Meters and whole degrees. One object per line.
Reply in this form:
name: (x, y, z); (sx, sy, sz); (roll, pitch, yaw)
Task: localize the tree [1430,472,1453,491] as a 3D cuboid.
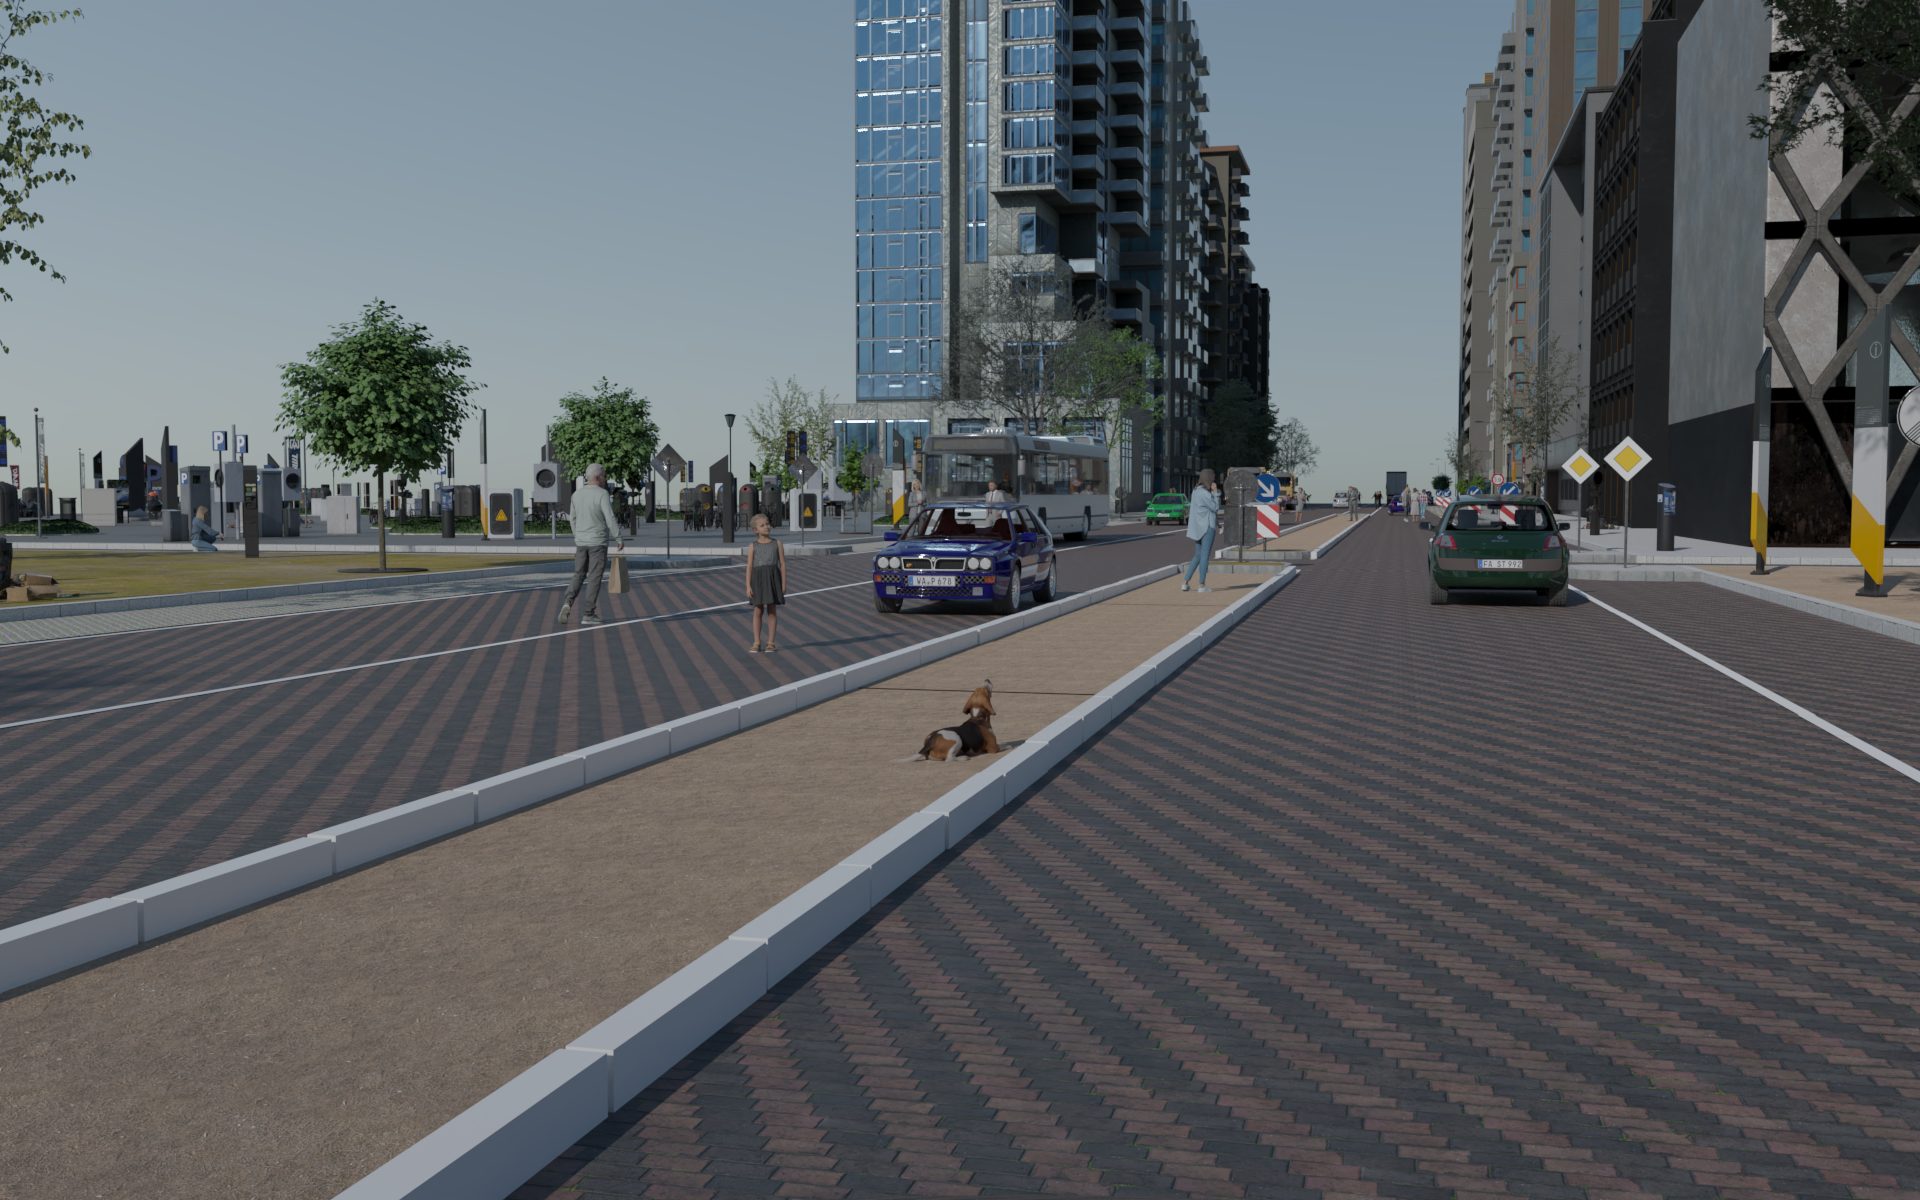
tree: (71.149, -16.634, 255.677); (4.285, 4.588, 4.351); (0, 3, 0)

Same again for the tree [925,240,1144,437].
tree: (3.584, -10.588, 83.485); (12.009, 13.543, 11.850); (0, 3, 0)

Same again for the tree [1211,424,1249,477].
tree: (28.208, -14.042, 179.941); (4.360, 8.622, 3.978); (0, 3, 0)

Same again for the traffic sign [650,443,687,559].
traffic sign: (-5.781, -1.876, 34.308); (0.795, 2.450, 0.064); (1, 4, 14)

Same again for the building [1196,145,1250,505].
building: (24.103, -34.276, 215.029); (22.147, 44.769, 28.867); (1, 4, 14)

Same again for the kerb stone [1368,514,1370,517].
kerb stone: (23.306, -4.724, 99.438); (0.120, 0.150, 1.000); (1, 4, 14)

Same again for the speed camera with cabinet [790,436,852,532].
speed camera with cabinet: (-4.720, -3.943, 58.808); (2.038, 3.252, 0.660); (-1, 4, -22)

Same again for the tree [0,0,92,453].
tree: (-11.642, -4.211, 19.207); (4.737, 8.622, 4.395); (0, 3, 0)

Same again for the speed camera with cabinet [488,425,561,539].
speed camera with cabinet: (-12.467, -3.367, 49.386); (2.038, 3.252, 0.660); (0, 4, -3)

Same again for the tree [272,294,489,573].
tree: (-9.499, -2.748, 28.642); (4.285, 4.588, 4.351); (0, 3, 0)

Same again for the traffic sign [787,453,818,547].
traffic sign: (-3.820, -2.349, 42.049); (0.795, 2.450, 0.064); (1, 4, 14)

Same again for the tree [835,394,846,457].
tree: (-9.851, -10.259, 118.098); (4.737, 8.622, 4.395); (0, 3, 0)

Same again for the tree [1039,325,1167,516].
tree: (8.578, -10.866, 103.419); (9.928, 11.665, 9.643); (0, 3, 0)

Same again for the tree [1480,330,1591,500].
tree: (25.805, -7.765, 77.326); (4.360, 8.622, 3.978); (0, 3, 0)

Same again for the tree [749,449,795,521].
tree: (-8.315, -4.890, 74.548); (1.663, 3.219, 1.824); (0, 3, 0)

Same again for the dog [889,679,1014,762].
dog: (-0.052, 0.657, 9.457); (0.748, 0.427, 0.550); (0, 4, -6)

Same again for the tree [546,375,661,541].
tree: (-9.809, -3.935, 48.052); (4.285, 4.588, 4.351); (0, 3, 0)

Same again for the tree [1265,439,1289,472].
tree: (40.215, -16.715, 223.653); (4.737, 8.622, 4.395); (0, 3, 0)

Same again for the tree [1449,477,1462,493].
tree: (51.845, -11.248, 178.503); (1.663, 3.219, 1.824); (0, 3, 0)

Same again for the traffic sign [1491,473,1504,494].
traffic sign: (32.771, -6.452, 105.598); (0.768, 2.556, 0.104); (1, 4, 16)

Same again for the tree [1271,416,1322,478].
tree: (51.327, -21.986, 269.834); (12.009, 13.543, 11.850); (0, 3, 0)

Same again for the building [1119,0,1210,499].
building: (11.536, -33.298, 164.031); (23.786, 49.044, 30.456); (1, 4, 14)

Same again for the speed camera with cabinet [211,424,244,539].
speed camera with cabinet: (-21.263, -3.379, 49.575); (2.038, 3.252, 0.660); (3, 5, 41)

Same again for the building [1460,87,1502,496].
building: (70.252, -35.334, 201.420); (21.300, 48.544, 21.600); (1, 4, 14)

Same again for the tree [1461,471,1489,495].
tree: (40.467, -8.591, 135.066); (1.663, 3.219, 1.824); (0, 3, 0)

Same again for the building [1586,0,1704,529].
building: (32.889, -14.694, 69.929); (12.332, 23.373, 15.834); (1, 4, 14)

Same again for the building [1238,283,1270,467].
building: (34.375, -28.343, 235.108); (14.160, 30.474, 14.107); (1, 4, 14)

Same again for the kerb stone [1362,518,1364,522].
kerb stone: (19.282, -3.753, 83.553); (0.120, 0.150, 1.000); (1, 4, 14)

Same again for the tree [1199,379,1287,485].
tree: (30.622, -17.231, 188.384); (9.857, 13.997, 8.962); (0, 3, 0)

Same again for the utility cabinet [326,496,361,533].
utility cabinet: (-20.139, -2.777, 56.571); (1.020, 1.237, 0.306); (0, 4, 6)

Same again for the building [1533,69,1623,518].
building: (39.462, -16.753, 92.971); (14.314, 24.678, 30.058); (1, 4, 14)

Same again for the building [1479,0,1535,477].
building: (61.881, -33.240, 163.090); (23.786, 49.044, 30.456); (1, 4, 14)

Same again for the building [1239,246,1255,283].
building: (30.029, -34.474, 255.533); (32.217, 40.220, 23.993); (1, 4, 14)

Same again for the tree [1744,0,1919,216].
tree: (10.439, -4.882, 14.235); (7.601, 10.594, 8.767); (-3, 5, -43)

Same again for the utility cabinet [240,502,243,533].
utility cabinet: (-22.951, -2.922, 56.452); (1.173, 1.500, 0.318); (0, 4, 2)

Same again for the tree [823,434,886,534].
tree: (-3.456, -3.726, 55.525); (1.663, 3.219, 1.824); (0, 3, 0)

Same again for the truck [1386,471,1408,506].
truck: (55.223, -14.075, 219.046); (2.839, 4.237, 11.283); (1, 4, 15)

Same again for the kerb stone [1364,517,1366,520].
kerb stone: (20.540, -4.056, 88.514); (0.120, 0.150, 1.000); (1, 4, 14)

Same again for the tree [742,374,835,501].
tree: (-10.846, -9.489, 105.514); (4.737, 8.622, 4.395); (0, 3, 0)

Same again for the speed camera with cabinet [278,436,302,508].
speed camera with cabinet: (-23.378, -3.934, 58.649); (0.660, 3.252, 2.038); (3, 5, 41)

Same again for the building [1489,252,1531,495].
building: (56.429, -17.709, 134.588); (27.650, 21.520, 28.899); (1, 4, 14)

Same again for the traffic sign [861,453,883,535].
traffic sign: (-2.756, -3.299, 54.040); (0.768, 2.556, 0.104); (1, 4, 21)

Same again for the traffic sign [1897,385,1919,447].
traffic sign: (11.000, -1.193, 19.609); (0.768, 2.556, 0.104); (1, 4, 18)

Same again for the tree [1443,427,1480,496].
tree: (55.143, -14.684, 190.438); (4.360, 8.622, 3.978); (0, 3, 0)

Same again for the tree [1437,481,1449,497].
tree: (68.205, -15.329, 245.230); (1.663, 3.219, 1.824); (0, 3, 0)

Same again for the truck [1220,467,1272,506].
truck: (21.229, -8.032, 127.254); (3.469, 3.379, 9.791); (1, 4, 14)

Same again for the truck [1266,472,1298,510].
truck: (28.740, -9.783, 155.868); (3.469, 3.379, 9.791); (1, 4, 12)

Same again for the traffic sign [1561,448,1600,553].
traffic sign: (13.475, -2.081, 37.664); (0.795, 2.450, 0.064); (1, 4, 14)

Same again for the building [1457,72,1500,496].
building: (82.286, -43.122, 247.038); (21.231, 58.520, 28.212); (1, 4, 14)

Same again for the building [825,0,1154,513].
building: (3.759, -50.113, 132.024); (22.319, 86.520, 31.000); (1, 4, 14)

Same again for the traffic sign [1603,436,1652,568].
traffic sign: (11.514, -1.607, 29.922); (0.795, 2.450, 0.064); (1, 4, 14)

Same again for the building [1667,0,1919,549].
building: (28.342, -10.797, 43.988); (16.811, 18.784, 16.820); (1, 4, 14)

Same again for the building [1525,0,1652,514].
building: (45.494, -28.399, 114.435); (14.600, 45.320, 14.200); (1, 4, 14)
